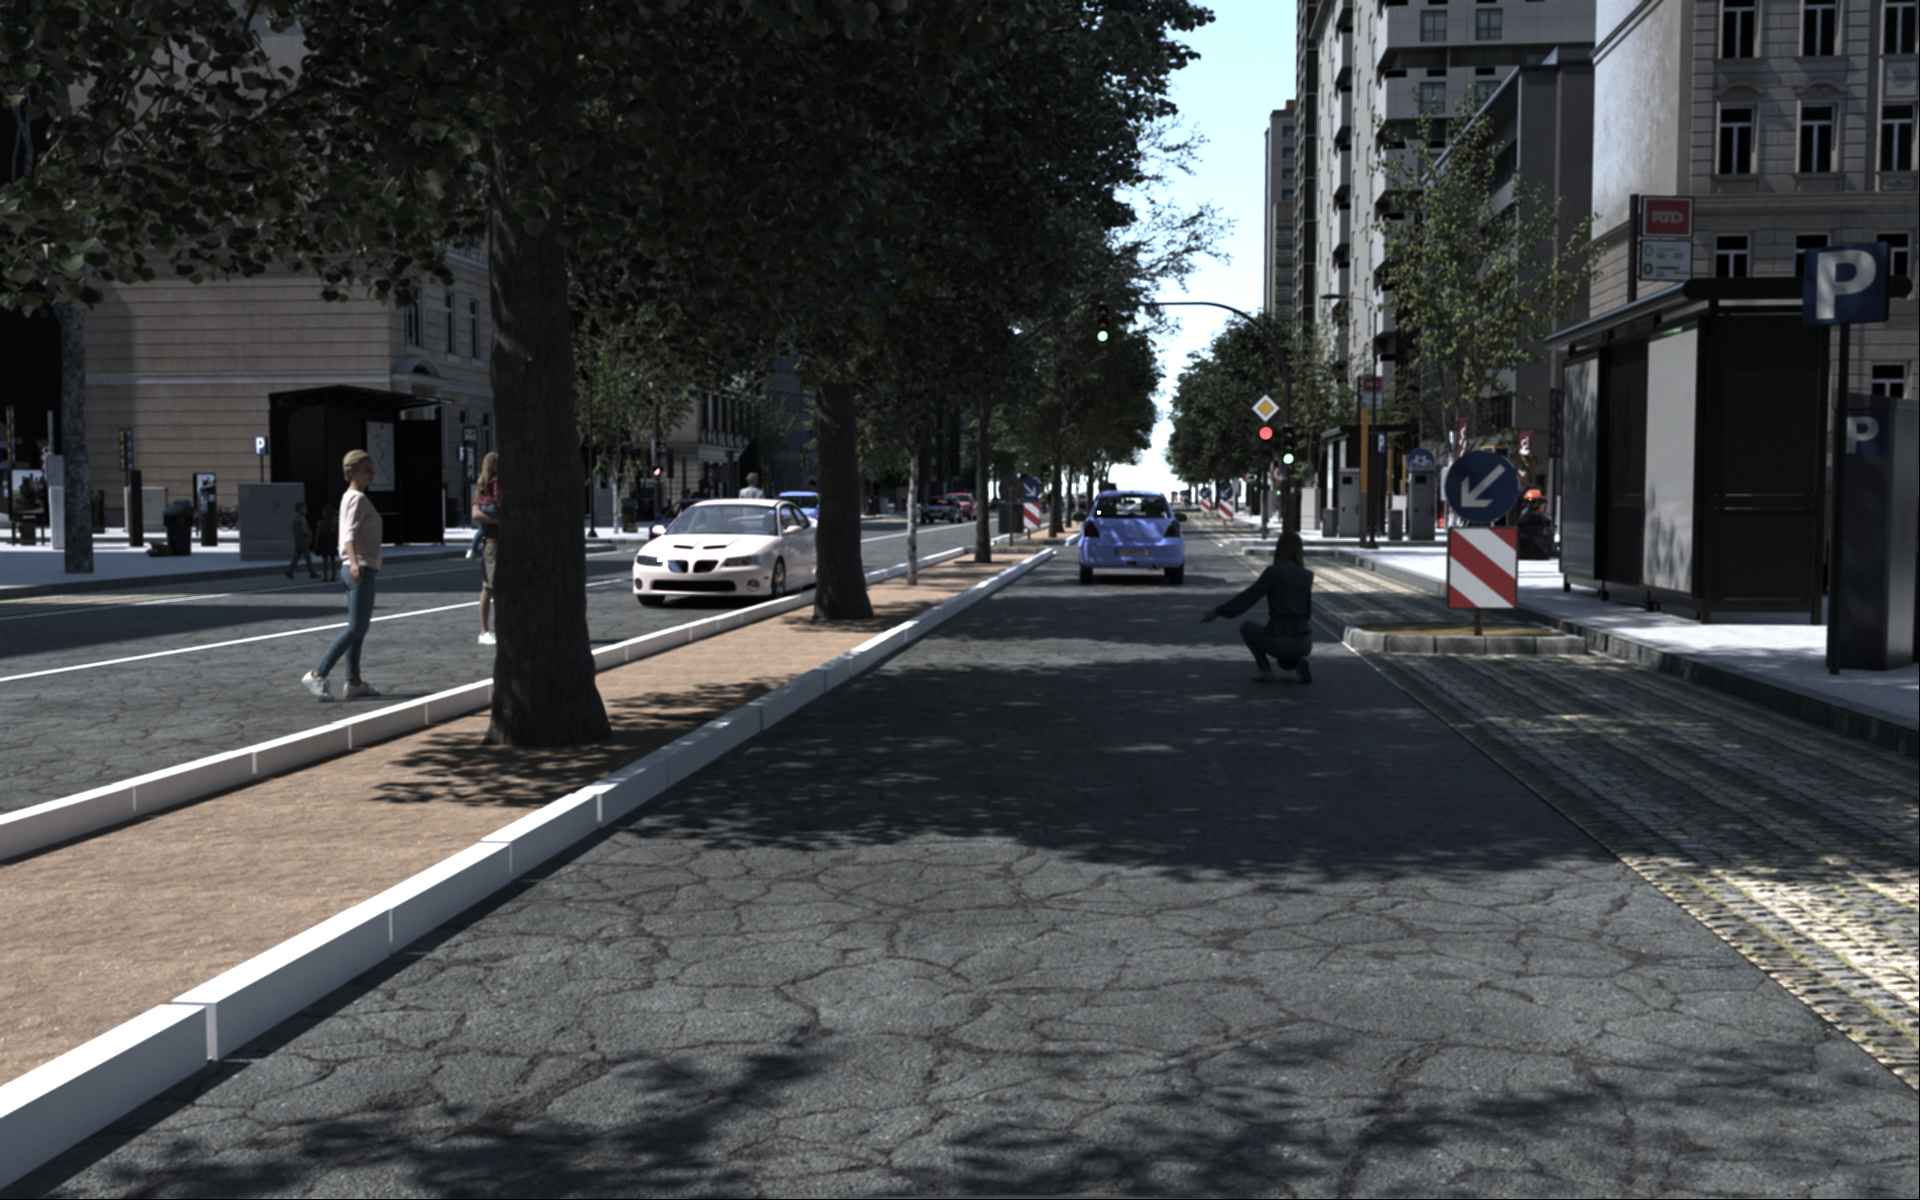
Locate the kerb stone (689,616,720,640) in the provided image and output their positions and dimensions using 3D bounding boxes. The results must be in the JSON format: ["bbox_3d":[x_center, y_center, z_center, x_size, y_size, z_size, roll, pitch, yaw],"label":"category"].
[{"bbox_3d":[-2.609,0.299,17.312,0.120,0.150,1.000,0,4,6],"label":"kerb stone"}]

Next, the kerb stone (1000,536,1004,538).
[{"bbox_3d":[1.094,-1.729,50.514,0.120,0.150,1.000,0,4,6],"label":"kerb stone"}]

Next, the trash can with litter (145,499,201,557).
[{"bbox_3d":[-16.261,-1.491,35.761,0.624,1.170,1.055,1,4,16],"label":"trash can with litter"}]

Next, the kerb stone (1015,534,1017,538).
[{"bbox_3d":[1.662,-2.043,55.600,0.120,0.150,1.000,0,4,6],"label":"kerb stone"}]

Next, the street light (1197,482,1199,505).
[{"bbox_3d":[21.850,-11.095,153.942,1.470,5.913,1.316,0,4,6],"label":"street light"}]

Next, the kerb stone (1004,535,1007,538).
[{"bbox_3d":[1.209,-1.794,51.531,0.120,0.150,1.000,0,4,6],"label":"kerb stone"}]

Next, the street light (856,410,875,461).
[{"bbox_3d":[-5.184,-7.564,96.212,1.470,5.913,1.316,0,4,6],"label":"street light"}]

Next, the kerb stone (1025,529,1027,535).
[{"bbox_3d":[2.127,-2.291,59.674,0.120,0.150,1.000,0,4,6],"label":"kerb stone"}]

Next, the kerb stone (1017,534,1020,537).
[{"bbox_3d":[1.780,-2.106,56.626,0.120,0.150,1.000,0,4,6],"label":"kerb stone"}]

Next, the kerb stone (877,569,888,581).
[{"bbox_3d":[-1.367,-0.384,28.515,0.120,0.150,1.000,0,4,6],"label":"kerb stone"}]

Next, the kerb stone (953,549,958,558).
[{"bbox_3d":[-0.213,-1.012,38.736,0.120,0.150,1.000,0,4,6],"label":"kerb stone"}]

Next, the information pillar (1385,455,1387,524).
[{"bbox_3d":[18.364,-5.137,75.346,0.504,3.616,0.183,-3,4,-36],"label":"information pillar"}]

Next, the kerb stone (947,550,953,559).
[{"bbox_3d":[-0.331,-0.943,37.705,0.120,0.150,1.000,0,4,6],"label":"kerb stone"}]

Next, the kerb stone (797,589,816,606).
[{"bbox_3d":[-2.034,-0.012,22.391,0.120,0.150,1.000,0,4,6],"label":"kerb stone"}]

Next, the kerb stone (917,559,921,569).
[{"bbox_3d":[-0.903,-0.635,32.611,0.120,0.150,1.000,0,4,6],"label":"kerb stone"}]

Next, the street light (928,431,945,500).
[{"bbox_3d":[-1.763,-9.478,127.505,1.470,5.913,1.316,0,4,6],"label":"street light"}]

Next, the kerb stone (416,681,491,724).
[{"bbox_3d":[-3.295,0.673,11.200,0.120,0.150,1.000,0,4,6],"label":"kerb stone"}]

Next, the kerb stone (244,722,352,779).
[{"bbox_3d":[-3.516,0.801,9.147,0.120,0.150,1.000,0,4,6],"label":"kerb stone"}]

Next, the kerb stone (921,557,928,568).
[{"bbox_3d":[-0.790,-0.699,33.627,0.120,0.150,1.000,0,4,6],"label":"kerb stone"}]

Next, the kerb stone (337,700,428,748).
[{"bbox_3d":[-3.405,0.735,10.173,0.120,0.150,1.000,0,4,6],"label":"kerb stone"}]

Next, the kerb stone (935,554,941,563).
[{"bbox_3d":[-0.560,-0.824,35.668,0.120,0.150,1.000,0,4,6],"label":"kerb stone"}]

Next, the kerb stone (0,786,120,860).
[{"bbox_3d":[-3.744,0.922,7.115,0.120,0.150,1.000,0,4,6],"label":"kerb stone"}]

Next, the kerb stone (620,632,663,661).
[{"bbox_3d":[-2.839,0.423,15.274,0.120,0.150,1.000,0,4,6],"label":"kerb stone"}]

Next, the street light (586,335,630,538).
[{"bbox_3d":[-10.291,-4.784,50.757,1.470,5.913,1.316,0,4,6],"label":"street light"}]

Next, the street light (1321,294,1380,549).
[{"bbox_3d":[9.064,-4.141,40.246,1.470,5.913,1.316,0,4,6],"label":"street light"}]

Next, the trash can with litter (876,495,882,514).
[{"bbox_3d":[-5.855,-6.091,110.649,2.233,1.210,1.678,-1,4,-17],"label":"trash can with litter"}]

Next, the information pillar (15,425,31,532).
[{"bbox_3d":[-31.467,-4.086,58.153,0.504,3.616,0.183,-2,4,-28],"label":"information pillar"}]

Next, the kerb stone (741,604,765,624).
[{"bbox_3d":[-2.373,0.177,19.343,0.120,0.150,1.000,0,4,6],"label":"kerb stone"}]

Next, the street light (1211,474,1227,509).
[{"bbox_3d":[18.441,-9.221,123.298,1.470,5.913,1.316,0,4,6],"label":"street light"}]

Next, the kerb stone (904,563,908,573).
[{"bbox_3d":[-1.012,-0.574,31.579,0.120,0.150,1.000,0,4,6],"label":"kerb stone"}]

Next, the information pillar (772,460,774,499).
[{"bbox_3d":[-12.659,-7.700,117.250,0.183,3.616,0.504,0,4,-5],"label":"information pillar"}]

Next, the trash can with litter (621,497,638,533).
[{"bbox_3d":[-10.905,-2.825,57.578,0.624,1.170,1.055,-2,4,-24],"label":"trash can with litter"}]

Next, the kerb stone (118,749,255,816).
[{"bbox_3d":[-3.637,0.860,8.132,0.120,0.150,1.000,0,4,6],"label":"kerb stone"}]

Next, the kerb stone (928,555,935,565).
[{"bbox_3d":[-0.670,-0.762,34.652,0.120,0.150,1.000,0,4,6],"label":"kerb stone"}]

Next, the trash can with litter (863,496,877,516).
[{"bbox_3d":[-5.279,-5.472,100.851,0.624,1.170,1.055,-3,4,-39],"label":"trash can with litter"}]

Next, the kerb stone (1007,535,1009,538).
[{"bbox_3d":[1.323,-1.856,52.546,0.120,0.150,1.000,0,4,6],"label":"kerb stone"}]

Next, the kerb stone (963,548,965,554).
[{"bbox_3d":[0.012,-1.136,40.769,0.120,0.150,1.000,0,4,6],"label":"kerb stone"}]

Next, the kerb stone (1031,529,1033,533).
[{"bbox_3d":[2.461,-2.479,62.723,0.120,0.150,1.000,0,4,6],"label":"kerb stone"}]

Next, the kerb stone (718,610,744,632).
[{"bbox_3d":[-2.490,0.243,18.328,0.120,0.150,1.000,0,4,6],"label":"kerb stone"}]

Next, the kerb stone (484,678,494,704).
[{"bbox_3d":[-3.180,0.610,12.218,0.120,0.150,1.000,0,4,6],"label":"kerb stone"}]

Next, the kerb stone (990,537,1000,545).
[{"bbox_3d":[0.974,-1.670,49.493,0.120,0.150,1.000,0,4,6],"label":"kerb stone"}]

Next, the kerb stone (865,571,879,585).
[{"bbox_3d":[-1.471,-0.322,27.498,0.120,0.150,1.000,0,4,6],"label":"kerb stone"}]

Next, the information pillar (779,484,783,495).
[{"bbox_3d":[-12.814,-7.365,124.909,0.304,2.012,0.304,-3,5,-40],"label":"information pillar"}]

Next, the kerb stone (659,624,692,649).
[{"bbox_3d":[-2.734,0.362,16.291,0.120,0.150,1.000,0,4,6],"label":"kerb stone"}]

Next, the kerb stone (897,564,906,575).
[{"bbox_3d":[-1.133,-0.510,30.564,0.120,0.150,1.000,0,4,6],"label":"kerb stone"}]

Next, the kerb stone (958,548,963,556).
[{"bbox_3d":[-0.096,-1.074,39.752,0.120,0.150,1.000,0,4,6],"label":"kerb stone"}]

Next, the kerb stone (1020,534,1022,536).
[{"bbox_3d":[1.895,-2.162,57.642,0.120,0.150,1.000,0,4,6],"label":"kerb stone"}]

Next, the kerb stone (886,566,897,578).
[{"bbox_3d":[-1.243,-0.449,29.530,0.120,0.150,1.000,0,4,6],"label":"kerb stone"}]

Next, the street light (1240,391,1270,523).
[{"bbox_3d":[13.308,-6.460,78.165,1.470,5.913,1.316,0,4,6],"label":"street light"}]

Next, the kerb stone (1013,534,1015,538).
[{"bbox_3d":[1.556,-1.980,54.584,0.120,0.150,1.000,0,4,6],"label":"kerb stone"}]

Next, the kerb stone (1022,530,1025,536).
[{"bbox_3d":[2.007,-2.223,58.659,0.120,0.150,1.000,0,4,6],"label":"kerb stone"}]

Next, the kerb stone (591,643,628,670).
[{"bbox_3d":[-2.961,0.490,14.251,0.120,0.150,1.000,0,4,6],"label":"kerb stone"}]

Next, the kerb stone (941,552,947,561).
[{"bbox_3d":[-0.442,-0.885,36.688,0.120,0.150,1.000,0,4,6],"label":"kerb stone"}]

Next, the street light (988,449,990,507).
[{"bbox_3d":[3.357,-12.283,173.362,1.470,5.913,1.316,0,4,6],"label":"street light"}]

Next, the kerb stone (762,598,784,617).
[{"bbox_3d":[-2.264,0.116,20.360,0.120,0.150,1.000,0,4,6],"label":"kerb stone"}]

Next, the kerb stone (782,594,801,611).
[{"bbox_3d":[-2.150,0.058,21.376,0.120,0.150,1.000,0,4,6],"label":"kerb stone"}]

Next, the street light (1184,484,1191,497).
[{"bbox_3d":[26.910,-13.874,199.387,1.470,5.913,1.316,0,4,6],"label":"street light"}]
